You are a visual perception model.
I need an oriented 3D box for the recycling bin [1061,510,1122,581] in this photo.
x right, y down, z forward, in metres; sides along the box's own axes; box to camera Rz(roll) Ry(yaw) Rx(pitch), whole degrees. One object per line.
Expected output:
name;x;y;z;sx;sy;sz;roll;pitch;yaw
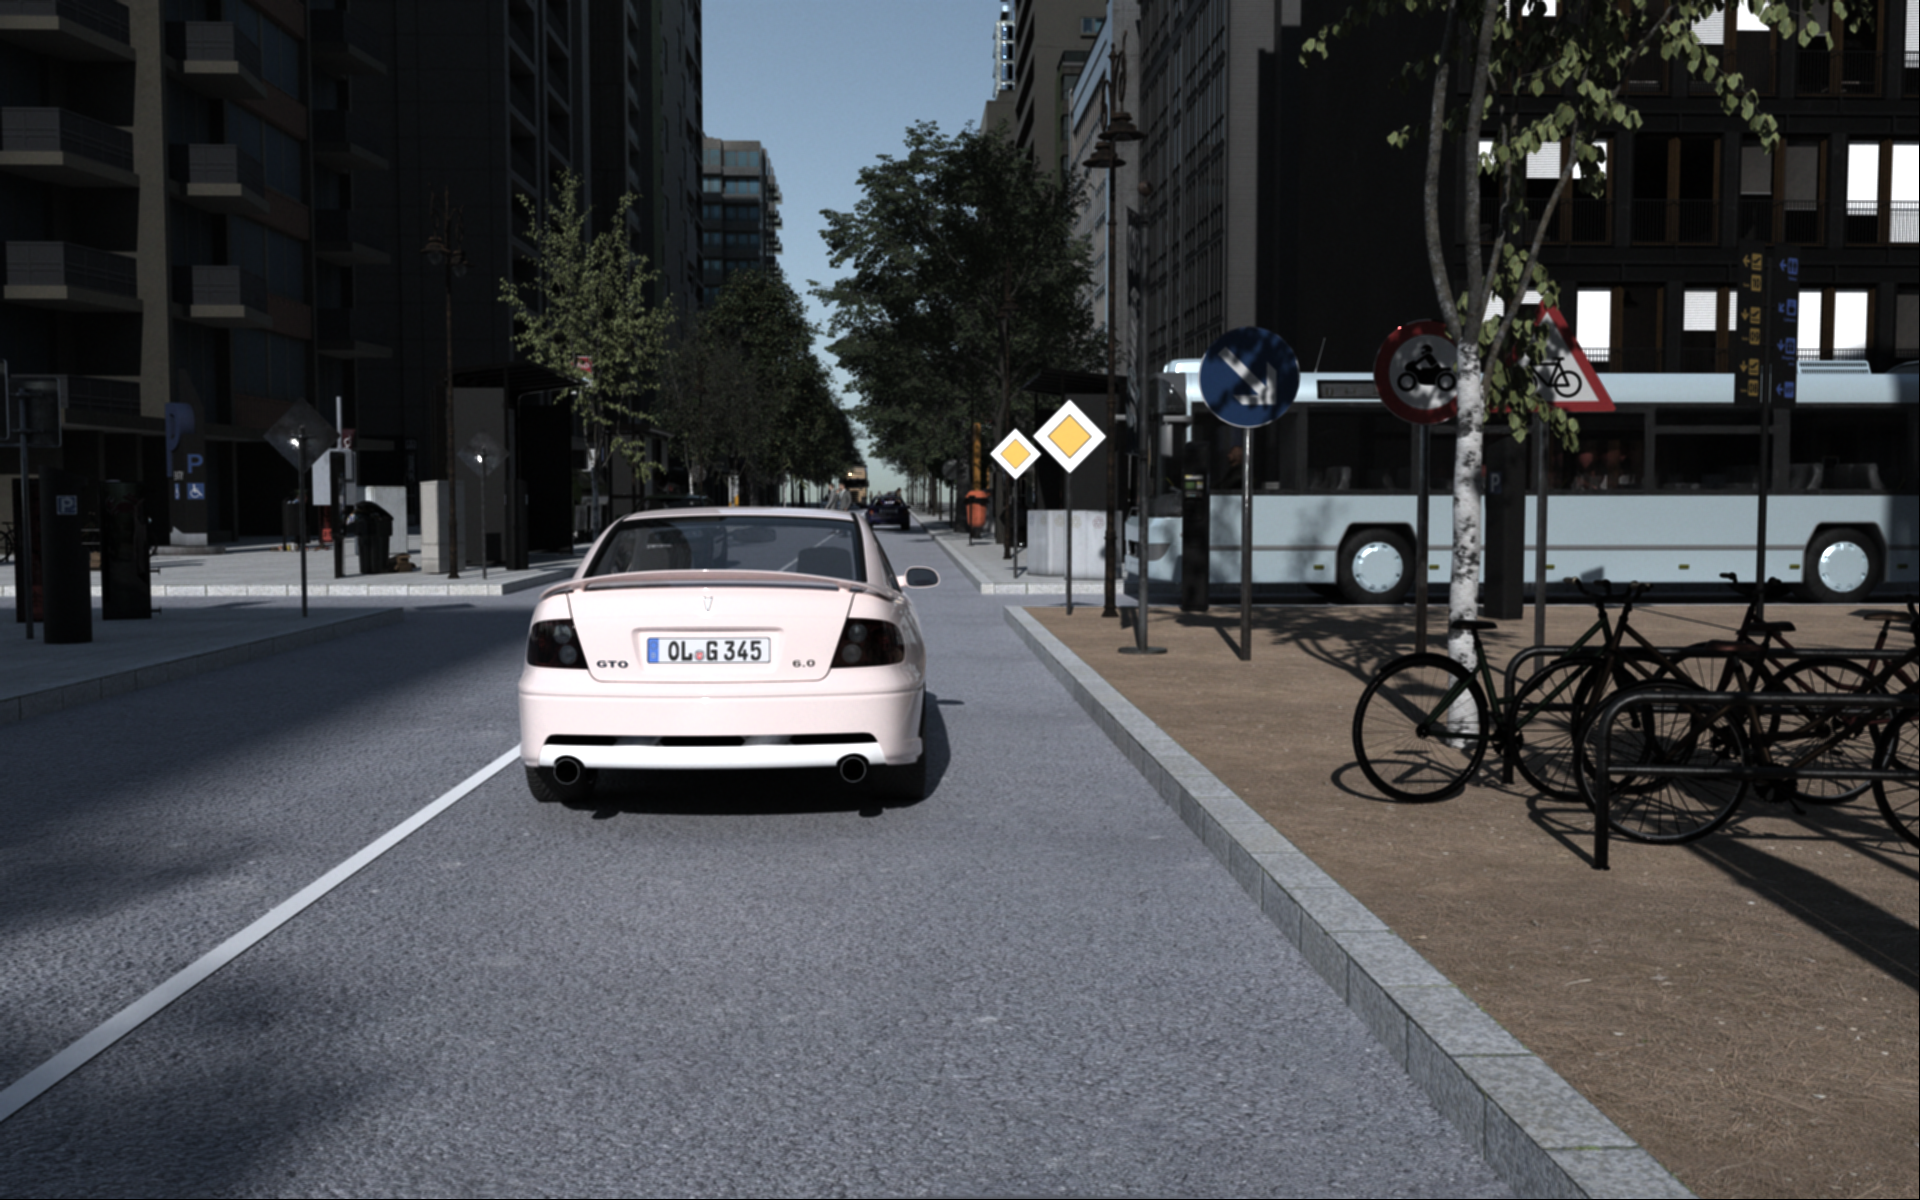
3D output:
recycling bin;2.008;-0.826;26.064;0.722;1.027;0.722;1;4;21

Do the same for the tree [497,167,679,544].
tree;-8.286;-5.431;39.156;4.737;8.622;4.395;0;3;0

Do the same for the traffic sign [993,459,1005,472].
traffic sign;1.381;-3.159;51.764;0.768;2.556;0.104;0;4;7

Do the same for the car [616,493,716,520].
car;-5.469;-1.423;33.057;2.009;1.686;4.222;0;4;-1

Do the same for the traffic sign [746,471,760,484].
traffic sign;-11.038;-5.650;92.476;0.768;2.556;0.104;0;4;2

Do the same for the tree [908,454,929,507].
tree;-3.348;-13.589;172.547;4.737;8.622;4.395;0;3;0

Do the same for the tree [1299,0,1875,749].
tree;2.789;-3.556;8.509;4.737;8.622;4.395;0;3;0

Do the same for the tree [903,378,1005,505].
tree;-0.251;-8.511;89.510;4.360;8.622;3.978;0;3;0

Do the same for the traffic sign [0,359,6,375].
traffic sign;-7.538;-0.677;13.198;0.606;2.300;0.079;0;4;5

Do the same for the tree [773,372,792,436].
tree;-9.297;-7.406;71.448;4.360;8.622;3.978;0;3;0

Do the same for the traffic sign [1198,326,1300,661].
traffic sign;2.205;-0.806;13.286;0.768;2.556;0.104;0;4;7

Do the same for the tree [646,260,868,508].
tree;-10.168;-10.268;84.885;9.611;12.733;9.660;0;3;0

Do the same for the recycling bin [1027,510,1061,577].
recycling bin;1.532;-0.903;27.325;0.722;1.027;0.722;-2;4;-28

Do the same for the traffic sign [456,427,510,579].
traffic sign;-7.149;-1.367;25.998;0.795;2.450;0.064;0;4;-2

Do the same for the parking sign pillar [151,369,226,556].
parking sign pillar;-16.401;-2.951;36.716;1.447;3.967;1.447;-3;4;-39

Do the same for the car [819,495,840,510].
car;-8.939;-6.772;122.729;2.014;1.417;4.499;0;4;-1

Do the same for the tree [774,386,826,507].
tree;-10.684;-9.586;107.097;4.737;8.622;4.395;0;3;0

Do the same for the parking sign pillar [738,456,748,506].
parking sign pillar;-12.136;-6.614;96.610;1.447;3.967;1.447;0;4;-1

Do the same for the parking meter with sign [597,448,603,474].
parking meter with sign;-13.538;-4.075;62.887;1.738;3.016;0.543;-3;5;-42

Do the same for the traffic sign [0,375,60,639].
traffic sign;-8.234;-0.804;15.272;0.606;2.300;0.079;0;4;-2

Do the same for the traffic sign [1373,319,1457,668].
traffic sign;3.404;-0.772;12.722;0.768;2.556;0.104;0;4;4

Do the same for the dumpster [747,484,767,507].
dumpster;-11.869;-5.778;100.236;1.264;1.857;1.865;0;4;-2

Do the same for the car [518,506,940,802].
car;-1.136;0.177;9.474;2.083;1.381;4.827;0;4;-2

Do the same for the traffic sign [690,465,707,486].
traffic sign;-11.484;-4.639;75.949;0.768;2.556;0.104;0;4;-1

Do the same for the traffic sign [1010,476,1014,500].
traffic sign;1.921;-3.993;65.398;0.768;2.556;0.104;0;4;4

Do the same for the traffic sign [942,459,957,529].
traffic sign;-0.290;-3.880;63.540;0.768;2.556;0.104;0;4;3

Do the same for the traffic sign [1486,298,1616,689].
traffic sign;3.808;-0.693;11.328;0.884;2.594;0.081;0;4;6

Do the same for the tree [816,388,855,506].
tree;-15.242;-17.255;192.494;12.009;13.543;11.850;0;3;0

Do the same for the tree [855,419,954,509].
tree;-2.594;-14.734;151.271;12.009;13.543;11.850;0;3;0

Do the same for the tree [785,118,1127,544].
tree;0.734;-6.707;44.066;7.601;10.594;8.767;-2;4;-27

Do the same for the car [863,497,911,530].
car;-2.939;-3.502;69.843;1.945;1.354;3.894;0;4;-4

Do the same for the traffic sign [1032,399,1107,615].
traffic sign;1.152;-0.897;18.309;0.795;2.450;0.064;0;4;-2

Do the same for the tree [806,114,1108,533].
tree;0.007;-9.230;57.567;9.857;13.997;8.962;0;3;0

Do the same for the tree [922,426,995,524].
tree;0.072;-5.586;75.046;4.285;4.588;4.351;0;3;0

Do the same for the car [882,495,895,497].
car;-5.640;-7.701;138.499;1.945;1.354;3.894;0;4;-3

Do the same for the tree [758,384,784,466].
tree;-12.534;-11.998;130.584;8.767;10.594;7.601;0;4;2

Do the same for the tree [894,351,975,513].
tree;-1.770;-11.649;116.215;9.928;11.665;9.643;0;3;0

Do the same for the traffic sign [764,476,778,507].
traffic sign;-10.577;-5.923;96.946;0.768;2.556;0.104;0;4;-1

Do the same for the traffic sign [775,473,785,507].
traffic sign;-10.263;-5.968;97.680;0.768;2.556;0.104;0;4;2

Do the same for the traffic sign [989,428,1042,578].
traffic sign;0.840;-1.385;26.289;0.795;2.450;0.064;0;4;-2

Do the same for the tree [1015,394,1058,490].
tree;3.964;-9.025;97.929;4.360;8.622;3.978;0;3;0

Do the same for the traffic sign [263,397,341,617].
traffic sign;-6.837;-0.879;18.019;0.795;2.450;0.064;0;4;-2

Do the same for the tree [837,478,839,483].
tree;-16.297;-17.733;240.288;4.360;8.622;3.978;0;3;0

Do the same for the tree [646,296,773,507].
tree;-9.901;-6.983;64.534;4.360;8.622;3.978;0;3;0
